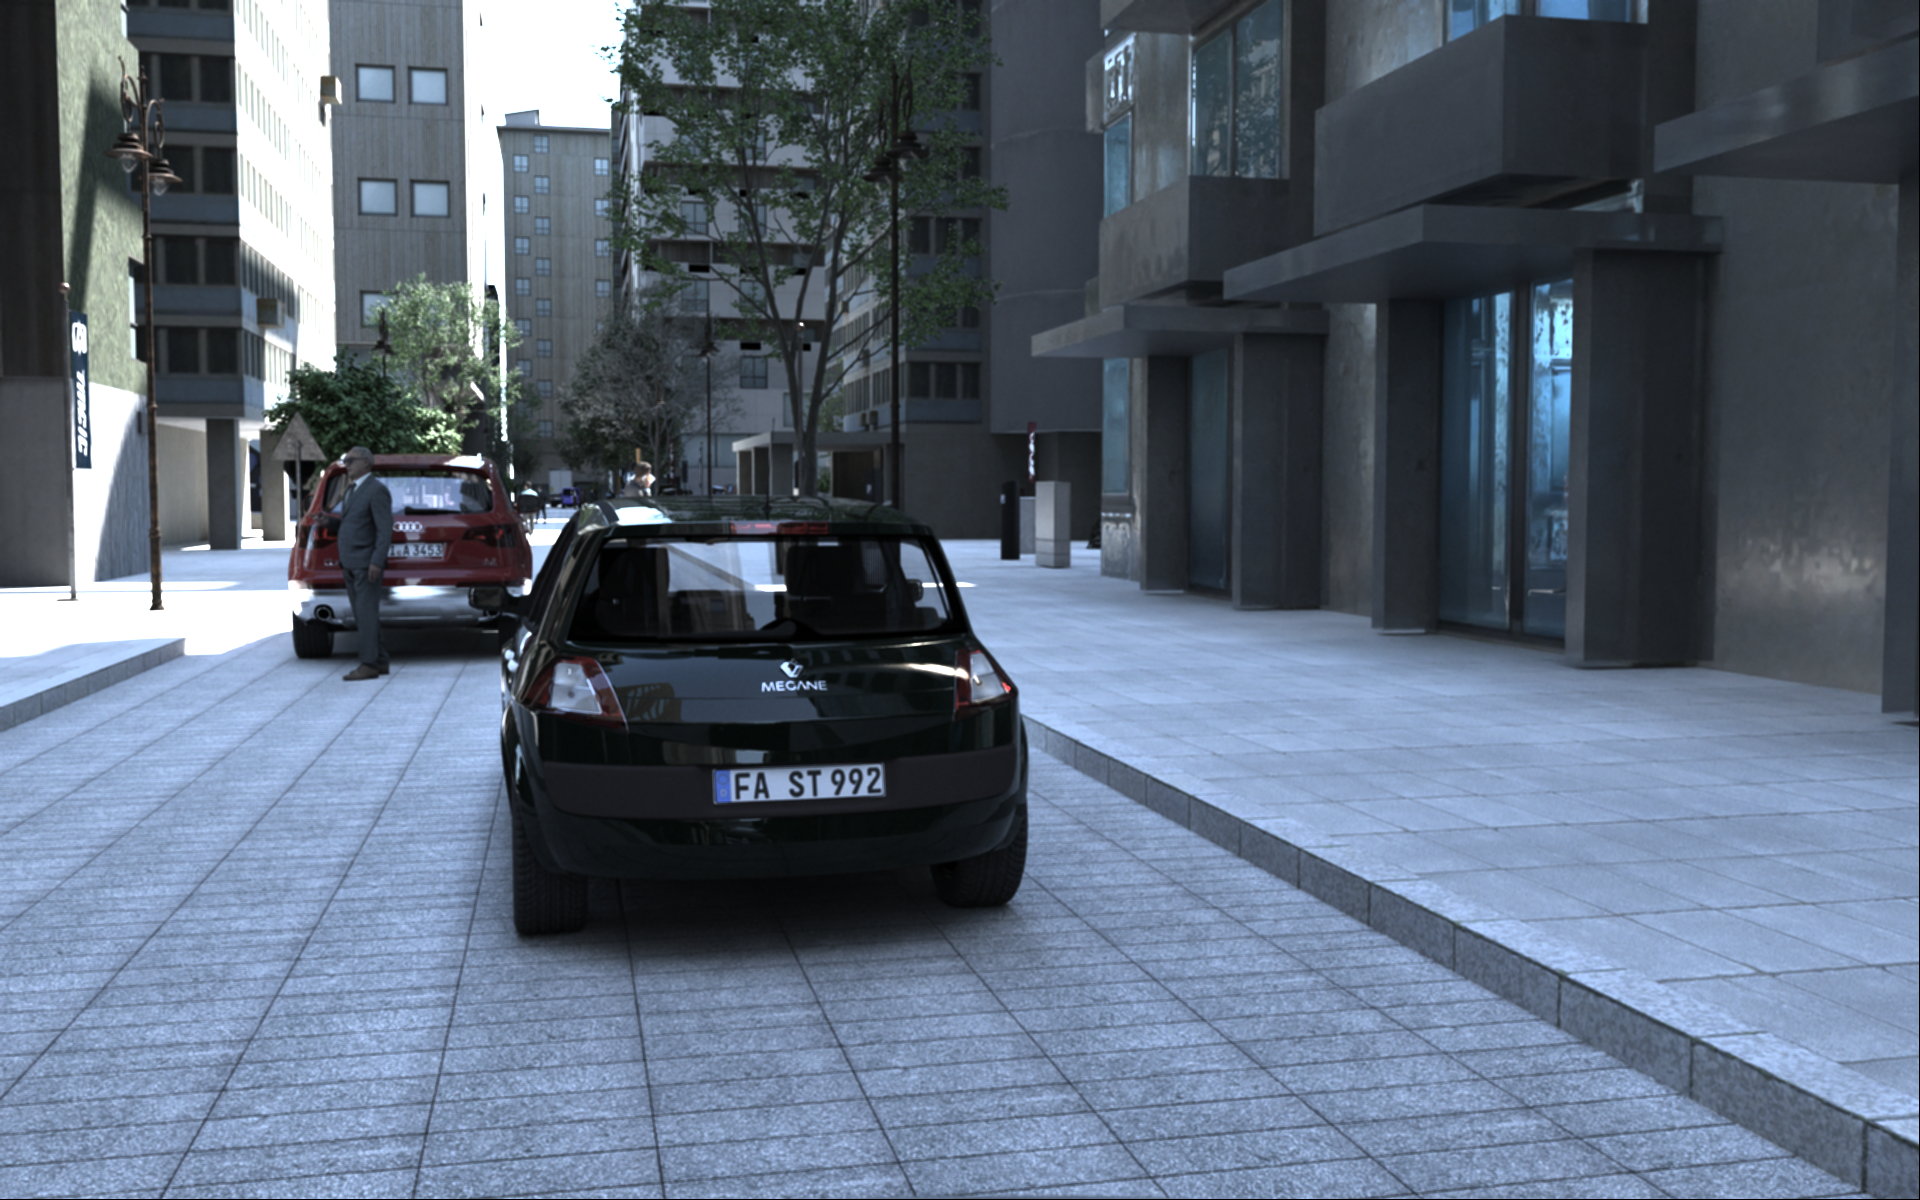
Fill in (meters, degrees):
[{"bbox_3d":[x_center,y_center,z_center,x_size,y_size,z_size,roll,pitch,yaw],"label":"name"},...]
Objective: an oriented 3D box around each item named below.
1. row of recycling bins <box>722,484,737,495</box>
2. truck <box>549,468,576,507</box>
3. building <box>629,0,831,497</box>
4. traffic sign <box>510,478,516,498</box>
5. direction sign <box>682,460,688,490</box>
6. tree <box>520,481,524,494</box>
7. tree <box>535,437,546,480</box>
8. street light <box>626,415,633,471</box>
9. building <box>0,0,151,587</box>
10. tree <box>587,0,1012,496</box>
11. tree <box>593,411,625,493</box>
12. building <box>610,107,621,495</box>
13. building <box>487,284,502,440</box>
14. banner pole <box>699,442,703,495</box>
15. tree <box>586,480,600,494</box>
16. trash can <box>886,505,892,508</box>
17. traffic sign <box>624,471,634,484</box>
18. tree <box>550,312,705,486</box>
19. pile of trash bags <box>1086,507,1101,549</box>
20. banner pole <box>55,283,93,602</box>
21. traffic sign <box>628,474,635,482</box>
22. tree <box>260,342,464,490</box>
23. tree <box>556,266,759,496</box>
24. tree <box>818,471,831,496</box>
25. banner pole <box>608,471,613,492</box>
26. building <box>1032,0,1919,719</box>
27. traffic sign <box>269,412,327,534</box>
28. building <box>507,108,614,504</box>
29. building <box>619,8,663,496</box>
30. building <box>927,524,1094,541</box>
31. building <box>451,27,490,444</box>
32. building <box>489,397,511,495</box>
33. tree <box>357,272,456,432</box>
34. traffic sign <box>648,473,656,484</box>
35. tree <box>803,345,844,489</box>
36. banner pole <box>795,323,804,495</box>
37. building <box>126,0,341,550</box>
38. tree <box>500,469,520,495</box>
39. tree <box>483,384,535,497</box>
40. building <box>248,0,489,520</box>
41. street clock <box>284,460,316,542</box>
[{"bbox_3d":[-8.654,-3.737,68.216,1.069,1.692,3.534,-2,4,-24],"label":"row of recycling bins"},{"bbox_3d":[-44.207,-12.449,192.459,2.839,4.237,11.283,-1,4,-11],"label":"truck"},{"bbox_3d":[-11.500,-33.373,134.880,28.713,52.752,27.495,-1,4,-13],"label":"building"},{"bbox_3d":[-35.458,-8.362,136.822,0.768,2.556,0.104,-1,4,-10],"label":"traffic sign"},{"bbox_3d":[-18.560,-7.640,116.916,0.379,3.537,0.876,-2,4,-31],"label":"direction sign"},{"bbox_3d":[-47.947,-11.669,185.393,1.663,3.219,1.824,0,3,0],"label":"tree"},{"bbox_3d":[-44.304,-13.677,173.974,4.360,8.622,3.978,0,3,0],"label":"tree"},{"bbox_3d":[-18.941,-7.721,99.022,0.468,5.910,1.993,-1,4,-13],"label":"street light"},{"bbox_3d":[-18.649,-15.153,19.448,14.160,30.474,14.107,-1,4,-13],"label":"building"},{"bbox_3d":[-2.895,-6.505,32.120,9.928,11.665,9.643,0,3,0],"label":"tree"},{"bbox_3d":[-30.778,-12.381,152.790,4.360,8.622,3.978,0,3,0],"label":"tree"},{"bbox_3d":[-30.415,-30.779,186.834,14.154,41.232,14.086,-1,4,-13],"label":"building"},{"bbox_3d":[-69.928,-28.426,236.464,14.107,30.474,14.160,-1,4,-13],"label":"building"},{"bbox_3d":[-12.423,-5.692,83.080,0.401,3.779,0.863,-1,4,-18],"label":"banner pole"},{"bbox_3d":[-44.549,-13.276,211.666,1.663,3.219,1.824,0,3,0],"label":"tree"},{"bbox_3d":[-1.194,-0.661,22.469,0.748,1.137,0.748,0,3,0],"label":"trash can"},{"bbox_3d":[-18.330,-5.891,96.419,0.768,2.556,0.104,0,4,-6],"label":"traffic sign"},{"bbox_3d":[-20.718,-11.670,107.817,9.611,12.733,9.660,0,3,0],"label":"tree"},{"bbox_3d":[4.419,-1.946,41.565,1.912,1.369,3.447,2,4,27],"label":"pile of trash bags"},{"bbox_3d":[-10.649,-1.888,20.893,0.401,3.779,0.863,0,4,-4],"label":"banner pole"},{"bbox_3d":[-14.260,-4.461,76.581,0.795,2.450,0.064,-1,4,-13],"label":"traffic sign"},{"bbox_3d":[-13.384,-3.303,37.713,4.285,4.588,4.351,0,3,0],"label":"tree"},{"bbox_3d":[-15.712,-10.990,90.054,12.009,13.543,11.850,0,3,0],"label":"tree"},{"bbox_3d":[-9.236,-7.654,119.751,1.663,3.219,1.824,0,3,0],"label":"tree"},{"bbox_3d":[-29.320,-9.480,145.018,0.863,3.779,0.401,3,5,41],"label":"banner pole"},{"bbox_3d":[14.336,-24.200,15.273,23.786,49.044,30.456,-1,4,-13],"label":"building"},{"bbox_3d":[-10.455,-1.674,27.376,0.884,2.594,0.081,0,4,-5],"label":"traffic sign"},{"bbox_3d":[-51.053,-40.202,246.541,27.495,52.752,28.713,-1,4,-13],"label":"building"},{"bbox_3d":[-22.072,-33.405,169.876,21.300,48.544,21.600,-1,4,-13],"label":"building"},{"bbox_3d":[9.276,-22.236,55.436,32.217,40.220,23.993,-1,4,-13],"label":"building"},{"bbox_3d":[-41.268,-26.890,123.240,14.154,41.232,14.086,-1,4,-13],"label":"building"},{"bbox_3d":[-69.825,-54.508,203.884,31.000,86.520,22.319,-1,4,-13],"label":"building"},{"bbox_3d":[-24.095,-9.456,80.353,9.928,11.665,9.643,0,3,0],"label":"tree"},{"bbox_3d":[-12.479,-3.985,68.796,0.795,2.450,0.064,-1,4,-13],"label":"traffic sign"},{"bbox_3d":[-5.548,-8.083,82.527,4.737,8.622,4.395,0,3,0],"label":"tree"},{"bbox_3d":[-2.360,-2.183,25.704,0.401,3.779,0.863,0,4,-4],"label":"banner pole"},{"bbox_3d":[-29.568,-21.602,45.070,23.993,40.220,32.217,-1,4,-13],"label":"building"},{"bbox_3d":[-35.448,-8.574,134.781,1.663,3.219,1.824,0,3,0],"label":"tree"},{"bbox_3d":[-31.324,-10.184,116.873,4.360,8.622,3.978,0,3,0],"label":"tree"},{"bbox_3d":[-40.057,-30.853,93.688,28.713,52.752,27.495,-1,4,-13],"label":"building"},{"bbox_3d":[-11.356,-1.545,29.828,0.471,2.002,0.358,-3,5,-41],"label":"street clock"}]
